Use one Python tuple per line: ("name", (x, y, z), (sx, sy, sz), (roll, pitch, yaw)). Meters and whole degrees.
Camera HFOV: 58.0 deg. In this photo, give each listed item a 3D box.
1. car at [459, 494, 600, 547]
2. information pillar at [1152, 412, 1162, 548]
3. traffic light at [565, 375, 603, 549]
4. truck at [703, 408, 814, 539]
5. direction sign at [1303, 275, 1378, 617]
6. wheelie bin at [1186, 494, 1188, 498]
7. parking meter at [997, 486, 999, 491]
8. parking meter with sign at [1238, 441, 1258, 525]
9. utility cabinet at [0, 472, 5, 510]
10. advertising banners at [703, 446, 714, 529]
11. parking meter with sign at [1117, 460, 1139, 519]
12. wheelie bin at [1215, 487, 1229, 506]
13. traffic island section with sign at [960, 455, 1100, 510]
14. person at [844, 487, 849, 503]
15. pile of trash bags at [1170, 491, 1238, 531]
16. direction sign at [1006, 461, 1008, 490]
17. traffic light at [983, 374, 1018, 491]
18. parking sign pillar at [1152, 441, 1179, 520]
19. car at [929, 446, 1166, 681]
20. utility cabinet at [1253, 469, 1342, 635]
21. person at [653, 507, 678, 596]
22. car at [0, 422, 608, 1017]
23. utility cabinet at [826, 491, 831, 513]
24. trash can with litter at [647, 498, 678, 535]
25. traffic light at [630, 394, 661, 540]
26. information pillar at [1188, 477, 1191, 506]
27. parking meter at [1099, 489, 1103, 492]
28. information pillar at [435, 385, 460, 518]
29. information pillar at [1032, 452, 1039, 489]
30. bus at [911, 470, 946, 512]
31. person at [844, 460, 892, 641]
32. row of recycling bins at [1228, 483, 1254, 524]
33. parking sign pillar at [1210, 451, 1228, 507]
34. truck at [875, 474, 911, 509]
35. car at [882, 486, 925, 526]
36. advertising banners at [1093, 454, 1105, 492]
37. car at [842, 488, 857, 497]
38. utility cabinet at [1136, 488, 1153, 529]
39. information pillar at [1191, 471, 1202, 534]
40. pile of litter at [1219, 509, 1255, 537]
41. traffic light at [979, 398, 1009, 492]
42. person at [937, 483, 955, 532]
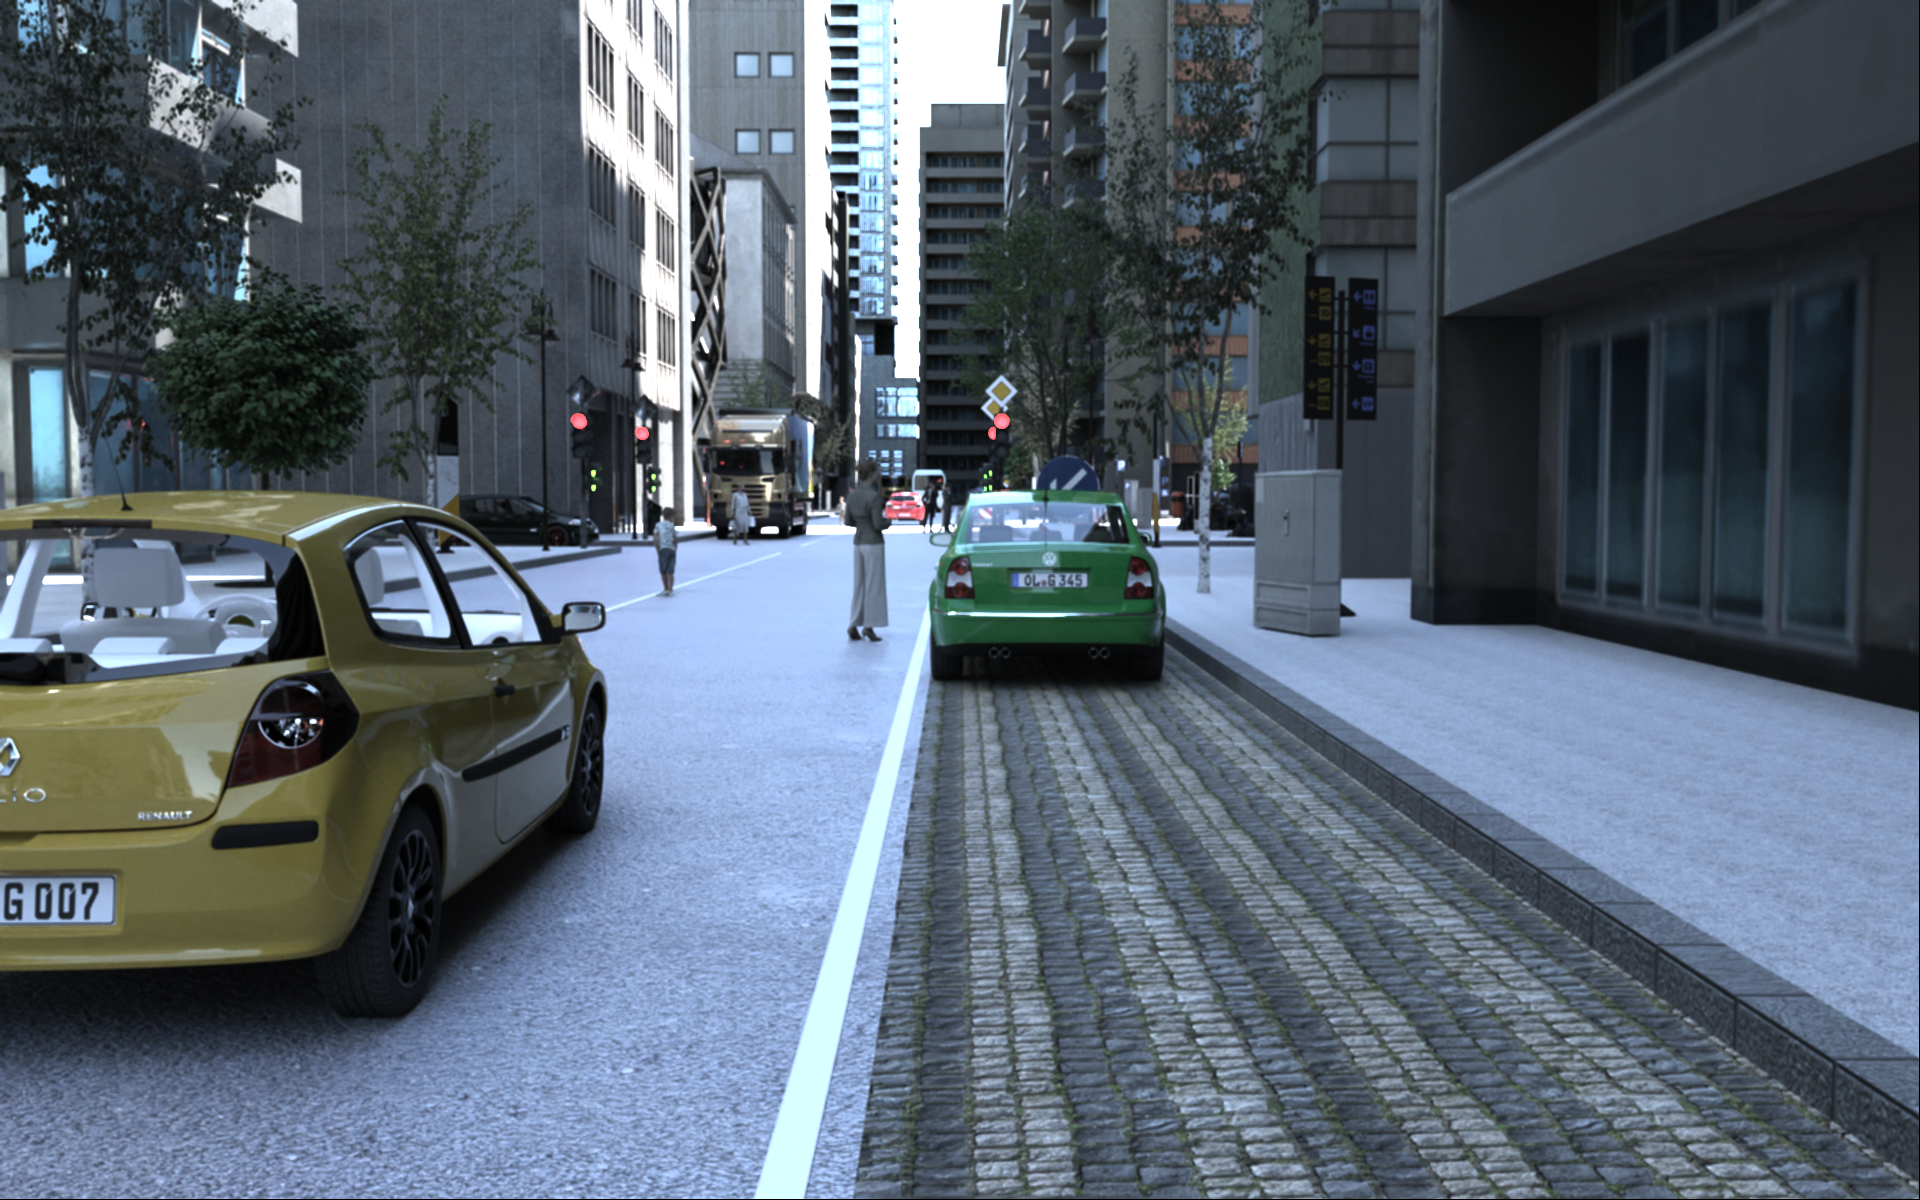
("car", (-11.463, -2.135, 44.698), (4.222, 1.686, 2.009), (0, 4, -1))
("information pillar", (4.702, -3.061, 41.409), (0.183, 3.616, 0.504), (1, 4, 15))
("traffic light", (-8.855, -3.169, 40.732), (0.839, 4.253, 0.868), (0, 3, 0))
("truck", (-6.650, -4.281, 58.911), (2.839, 4.237, 11.283), (0, 4, 0))
("direction sign", (3.986, -1.602, 18.189), (0.876, 3.537, 0.379), (-1, 4, -21))
("wheelie bin", (11.217, -4.564, 82.531), (0.980, 1.594, 0.693), (2, 4, 25))
("parking meter", (2.615, -6.623, 113.992), (0.399, 1.863, 0.255), (0, 4, 1))
("parking meter with sign", (10.073, -3.726, 57.175), (1.738, 3.016, 0.543), (1, 4, 18))
("utility cabinet", (-9.634, -0.496, 16.794), (0.318, 1.500, 1.173), (-1, 4, -10))
("advertising banners", (-9.380, -4.173, 64.413), (0.090, 3.025, 2.074), (0, 4, 1))
("parking meter with sign", (8.946, -5.739, 90.095), (0.543, 3.016, 1.738), (3, 5, 44))
("wheelie bin", (11.137, -3.989, 73.132), (0.693, 1.594, 0.980), (-1, 4, -17))
("traffic island section with sign", (1.005, -0.612, 18.639), (1.989, 1.847, 2.006), (0, 3, 0))
("person", (-6.703, -5.700, 101.677), (0.713, 1.824, 0.794), (1, 4, 21))
("pile of trash bags", (8.477, -3.143, 61.147), (1.912, 1.369, 3.447), (3, 5, 39))
("direction sign", (3.030, -7.246, 110.463), (0.379, 3.537, 0.876), (1, 4, 16))
("traffic light", (0.956, -3.170, 40.749), (0.839, 4.253, 0.868), (0, 3, 0))
("parking sign pillar", (10.309, -6.044, 87.293), (1.447, 3.967, 1.447), (0, 4, 5))
("car", (0.694, -0.356, 14.618), (1.959, 1.807, 4.718), (0, 4, 1))
("utility cabinet", (3.106, -0.451, 16.049), (0.318, 1.500, 1.173), (-1, 4, -16))
("person", (-4.147, -0.684, 24.373), (0.332, 1.250, 0.352), (1, 4, 13))
("car", (-2.373, 0.249, 6.156), (2.015, 1.641, 3.980), (0, 4, -1))
("utility cabinet", (-8.779, -6.542, 115.641), (0.318, 1.500, 1.173), (0, 4, -3))
("trash can with litter", (-9.363, -2.609, 54.037), (1.055, 1.170, 0.624), (-1, 4, -22))
("traffic light", (-8.856, -3.657, 48.717), (0.839, 4.253, 0.868), (0, 3, 0))
("information pillar", (9.852, -4.211, 73.338), (0.304, 2.012, 0.304), (-3, 5, -44))
("parking meter", (6.798, -4.675, 84.852), (0.372, 1.533, 0.369), (0, 3, 0))
("information pillar", (-11.094, -2.820, 37.465), (0.504, 3.616, 0.183), (-3, 5, -43))
("information pillar", (3.728, -5.784, 85.930), (0.183, 3.616, 0.504), (2, 4, 35))
("bus", (-2.512, -8.841, 139.411), (2.948, 3.499, 13.247), (0, 4, -1))
("person", (-0.865, -0.478, 16.868), (0.362, 1.759, 0.519), (-3, 5, -44))
("row of recycling bins", (11.225, -3.619, 66.282), (1.069, 1.692, 3.534), (2, 4, 29))
("parking sign pillar", (13.861, -6.458, 94.055), (1.447, 3.967, 1.447), (-1, 4, -11))
("truck", (-6.402, -10.596, 169.165), (3.469, 3.379, 9.791), (0, 4, 0))
("car", (-2.494, -4.278, 78.982), (2.155, 1.783, 4.494), (0, 4, -1))
("advertising banners", (5.948, -4.805, 74.745), (0.090, 3.025, 2.074), (-1, 4, -13))
("car", (-6.298, -6.145, 109.137), (2.281, 1.827, 5.304), (0, 4, -2))
("utility cabinet", (6.794, -3.378, 63.908), (0.318, 1.500, 1.173), (1, 4, 21))
("information pillar", (7.767, -3.146, 55.936), (0.304, 2.012, 0.304), (-2, 4, -30))
("pile of litter", (8.540, -2.306, 51.674), (1.176, 0.858, 1.719), (-2, 4, -30))
("traffic light", (0.955, -3.658, 48.734), (0.839, 4.253, 0.868), (0, 3, 0))
("person", (-0.515, -3.493, 65.494), (0.818, 1.842, 0.514), (-1, 4, -19))
